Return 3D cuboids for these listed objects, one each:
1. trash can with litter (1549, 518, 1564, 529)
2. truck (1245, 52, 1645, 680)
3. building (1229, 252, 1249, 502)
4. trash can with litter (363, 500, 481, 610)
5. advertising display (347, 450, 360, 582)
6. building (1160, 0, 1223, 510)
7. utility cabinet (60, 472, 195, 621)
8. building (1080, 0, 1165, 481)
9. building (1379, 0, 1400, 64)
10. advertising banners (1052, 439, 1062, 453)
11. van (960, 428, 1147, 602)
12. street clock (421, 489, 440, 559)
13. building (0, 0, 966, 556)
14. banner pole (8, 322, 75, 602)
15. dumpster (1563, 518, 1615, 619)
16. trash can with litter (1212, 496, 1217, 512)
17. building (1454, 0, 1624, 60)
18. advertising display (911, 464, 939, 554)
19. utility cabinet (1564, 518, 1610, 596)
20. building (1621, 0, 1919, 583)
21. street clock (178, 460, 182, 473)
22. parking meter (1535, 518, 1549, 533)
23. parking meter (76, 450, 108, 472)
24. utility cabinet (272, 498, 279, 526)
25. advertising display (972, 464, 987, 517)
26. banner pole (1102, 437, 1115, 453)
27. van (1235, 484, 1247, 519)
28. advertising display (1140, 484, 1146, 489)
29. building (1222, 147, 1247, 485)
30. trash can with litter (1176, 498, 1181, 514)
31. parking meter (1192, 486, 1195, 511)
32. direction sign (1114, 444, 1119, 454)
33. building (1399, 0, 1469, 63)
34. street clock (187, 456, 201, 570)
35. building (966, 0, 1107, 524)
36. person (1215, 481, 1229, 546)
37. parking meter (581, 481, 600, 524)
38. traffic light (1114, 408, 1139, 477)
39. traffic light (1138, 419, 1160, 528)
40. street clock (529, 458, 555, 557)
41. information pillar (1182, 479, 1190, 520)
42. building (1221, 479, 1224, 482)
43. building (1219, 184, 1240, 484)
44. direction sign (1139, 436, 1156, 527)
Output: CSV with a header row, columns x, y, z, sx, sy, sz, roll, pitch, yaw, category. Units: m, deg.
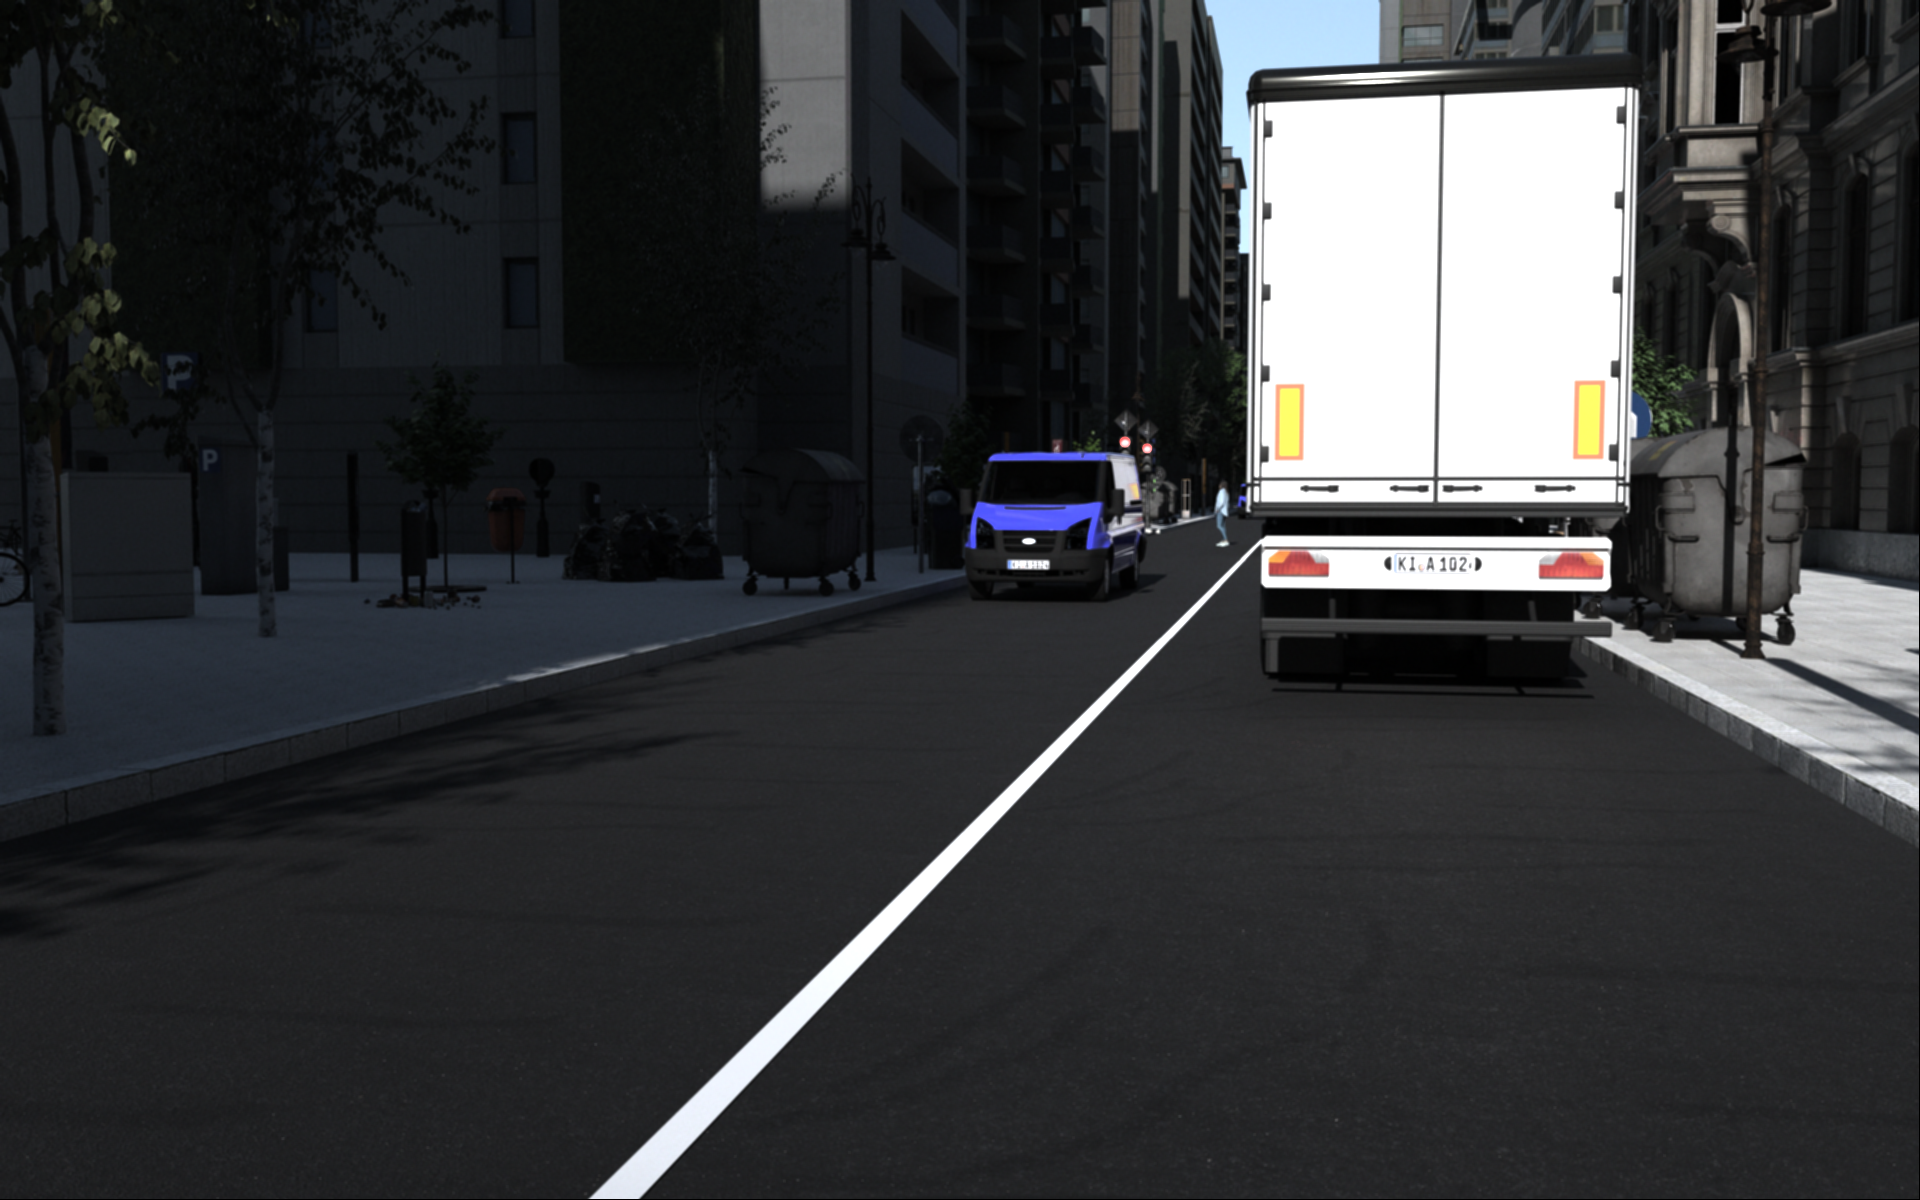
x,y,z,sx,sy,sz,roll,pitch,yaw,category
22.053,-3.157,63.012,0.624,1.170,1.055,3,5,43,trash can with litter
4.172,-1.702,16.749,2.839,4.237,11.283,1,4,11,truck
40.867,-36.918,287.200,14.154,41.232,14.086,1,4,11,building
-6.143,-0.565,20.302,1.678,1.210,2.233,0,4,5,trash can with litter
-8.946,-1.244,25.552,0.123,1.923,0.974,-1,4,-17,advertising display
14.674,-33.545,172.157,21.300,48.544,21.600,1,4,11,building
-8.496,-0.551,17.686,1.173,1.500,0.318,-3,5,-43,utility cabinet
7.311,-27.131,127.192,14.154,41.232,14.086,1,4,11,building
56.650,-39.678,190.740,21.231,58.520,28.212,1,4,11,building
2.654,-3.637,55.645,0.090,3.025,2.074,-2,4,-34,advertising banners
1.441,-1.253,24.869,2.240,2.365,5.245,1,4,12,van
-10.486,-1.820,34.324,0.358,2.002,0.471,2,4,35,street clock
-14.435,-30.834,46.143,28.212,58.520,21.231,1,4,11,building
-11.035,-1.882,20.793,0.401,3.779,0.863,2,4,30,banner pole
7.133,-0.767,18.296,1.264,1.857,1.865,1,4,11,dumpster
18.040,-6.766,122.009,0.624,1.170,1.055,2,4,29,trash can with litter
47.864,-26.221,120.586,32.217,40.220,23.993,1,4,11,building
-0.592,-1.946,37.029,0.974,1.923,0.123,2,4,29,advertising display
8.173,-0.655,21.874,1.020,1.237,0.306,1,4,15,utility cabinet
20.834,-13.068,32.745,14.460,24.649,34.723,1,4,11,building
-14.605,-1.741,33.034,0.471,2.002,0.358,-3,5,-40,street clock
10.837,-1.468,32.414,0.372,1.533,0.369,0,3,0,parking meter
-11.422,-1.048,22.842,0.399,1.863,0.255,3,4,36,parking meter
-10.438,-0.891,25.722,0.306,1.237,1.020,-3,5,-41,utility cabinet
0.728,-1.816,34.911,0.974,1.923,0.123,-1,4,-18,advertising display
6.486,-5.266,76.123,0.401,3.779,0.863,-3,5,-43,banner pole
17.123,-5.855,100.107,2.240,2.365,5.245,1,4,13,van
11.553,-6.200,106.589,0.974,1.923,0.123,1,4,10,advertising display
29.255,-41.515,268.006,28.713,52.752,27.495,1,4,11,building
13.854,-6.018,109.781,1.055,1.170,0.624,-1,4,-16,trash can with litter
17.699,-7.649,130.780,0.255,1.863,0.399,1,4,12,parking meter
6.949,-5.315,78.905,0.379,3.537,0.876,3,5,42,direction sign
42.801,-28.021,141.737,14.154,41.232,14.086,1,4,11,building
-12.693,-1.504,29.160,0.358,2.002,0.471,1,4,13,street clock
-4.586,-26.374,85.840,22.147,44.769,28.867,1,4,11,building
7.261,-2.388,47.805,0.793,1.790,0.793,-1,4,-11,person
-7.253,-1.566,34.022,0.372,1.533,0.369,0,3,0,parking meter
5.458,-4.156,56.864,0.839,4.253,0.868,1,4,11,traffic light
7.029,-4.634,64.693,0.839,4.253,0.868,1,4,11,traffic light
-8.476,-1.870,35.147,0.471,2.002,0.358,1,4,18,street clock
11.340,-5.042,86.921,0.304,2.012,0.304,-1,4,-22,information pillar
13.624,-30.849,196.268,32.217,40.220,23.993,1,4,11,building
27.101,-35.802,239.993,22.147,44.769,28.867,1,4,11,building
7.269,-4.604,67.270,0.876,3.537,0.379,-3,4,-39,direction sign
